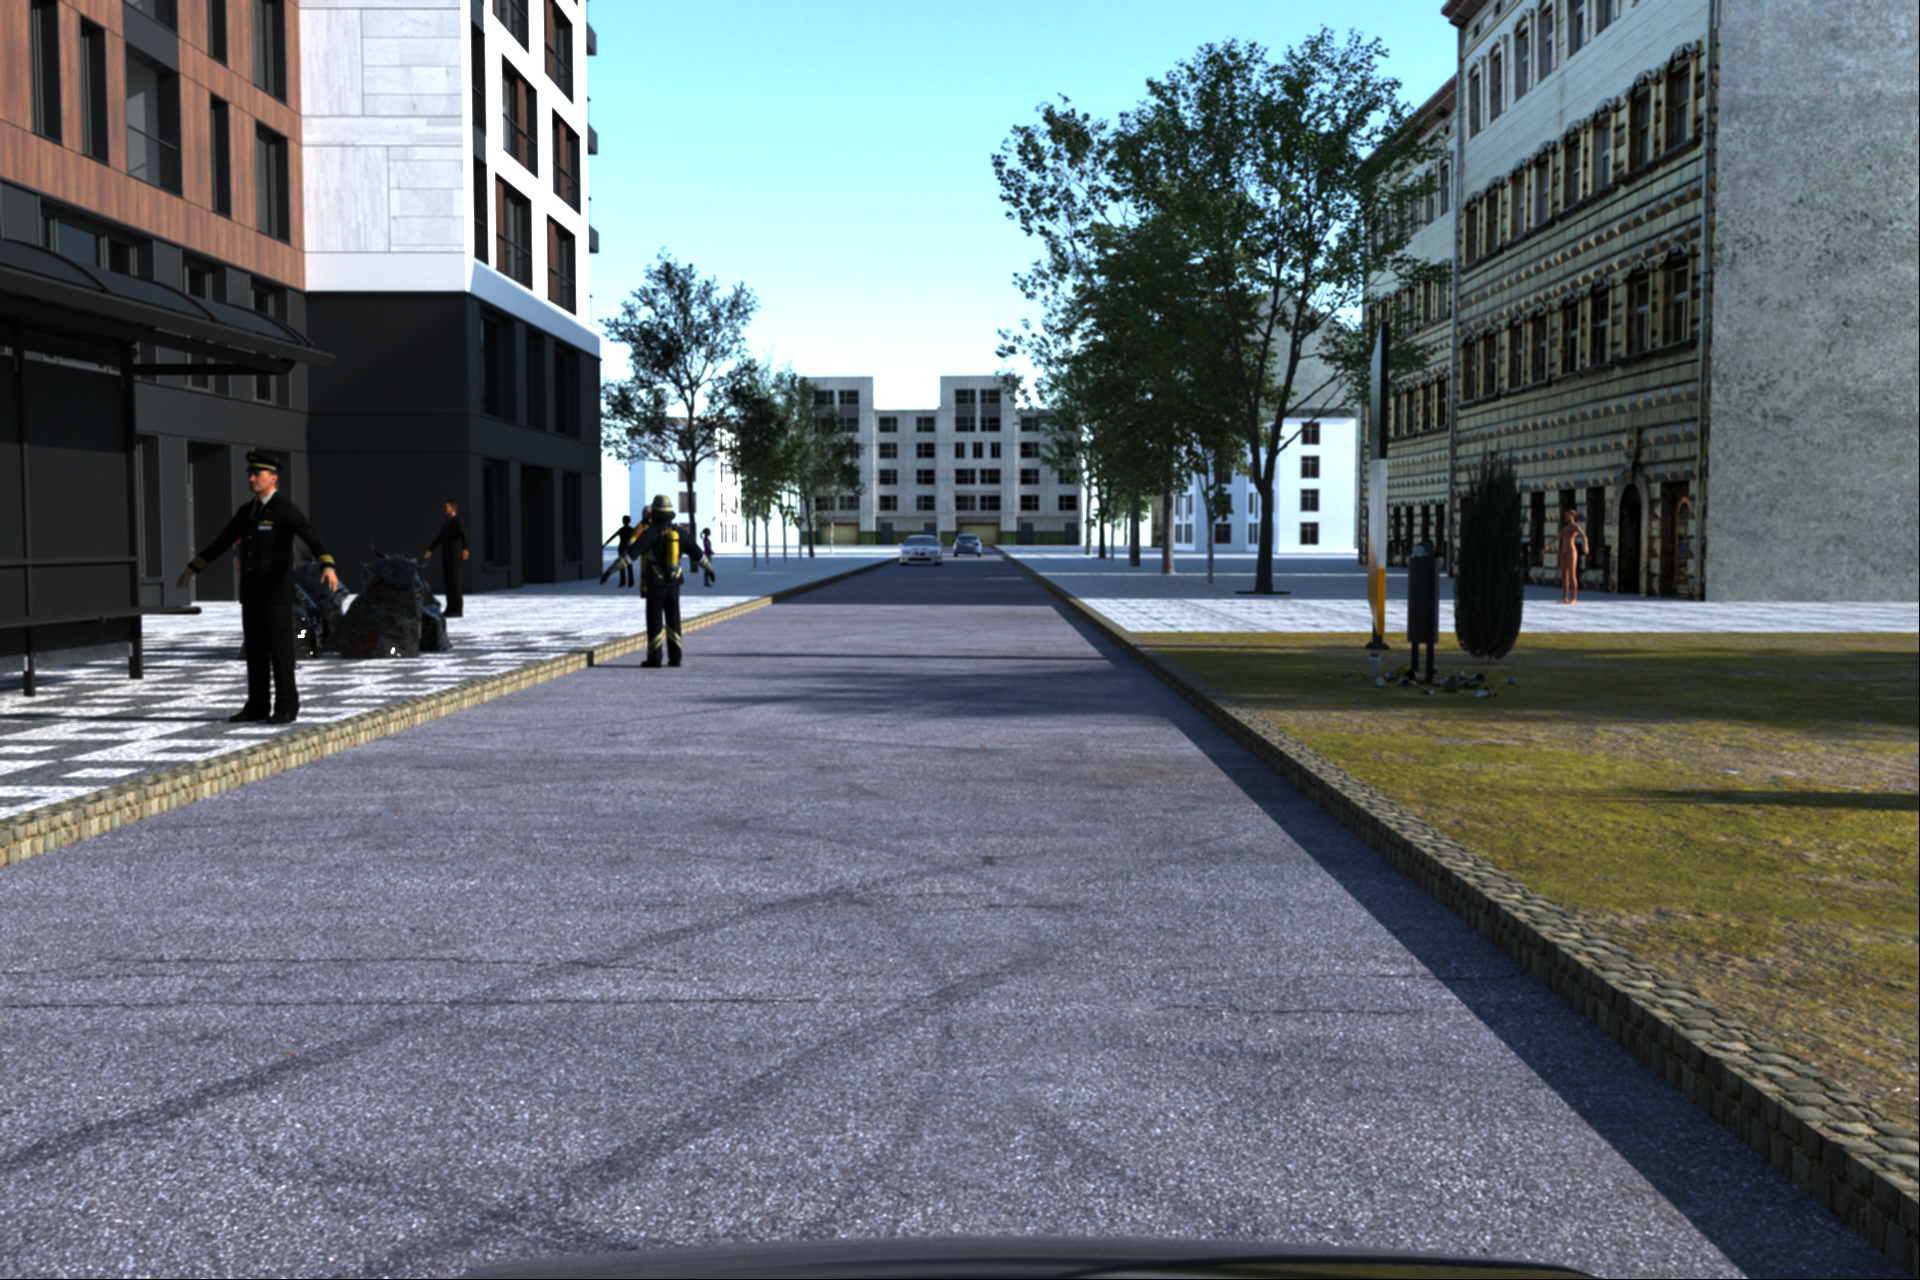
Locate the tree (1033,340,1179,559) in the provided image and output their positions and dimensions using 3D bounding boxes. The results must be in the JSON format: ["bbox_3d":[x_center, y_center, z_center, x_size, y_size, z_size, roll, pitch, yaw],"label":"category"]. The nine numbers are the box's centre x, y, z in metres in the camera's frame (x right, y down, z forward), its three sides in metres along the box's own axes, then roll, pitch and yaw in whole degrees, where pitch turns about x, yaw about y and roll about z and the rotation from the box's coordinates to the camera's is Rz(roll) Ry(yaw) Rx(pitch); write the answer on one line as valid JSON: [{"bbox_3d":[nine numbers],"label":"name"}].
[{"bbox_3d":[7.639,-10.122,91.249,9.928,11.665,9.643,0,3,0],"label":"tree"}]

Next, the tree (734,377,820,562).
[{"bbox_3d":[-7.873,-7.892,79.391,4.360,8.622,3.978,0,3,0],"label":"tree"}]

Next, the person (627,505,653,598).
[{"bbox_3d":[-6.234,-1.775,34.793,0.705,1.858,1.354,2,4,35],"label":"person"}]

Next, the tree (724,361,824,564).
[{"bbox_3d":[-8.061,-7.491,72.835,4.737,8.622,4.395,0,3,0],"label":"tree"}]

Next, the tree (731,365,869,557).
[{"bbox_3d":[-8.444,-9.835,95.211,7.601,10.594,8.767,2,4,29],"label":"tree"}]

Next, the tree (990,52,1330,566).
[{"bbox_3d":[8.247,-12.939,67.435,12.611,20.169,13.585,0,3,0],"label":"tree"}]

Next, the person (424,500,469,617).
[{"bbox_3d":[-7.876,-1.256,26.756,0.704,1.802,1.346,-3,5,-42],"label":"person"}]

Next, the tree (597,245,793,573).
[{"bbox_3d":[-9.123,-7.496,56.971,7.601,10.594,8.767,-2,4,-29],"label":"tree"}]

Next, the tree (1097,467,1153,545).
[{"bbox_3d":[19.601,-17.251,200.178,7.486,12.596,7.792,0,3,0],"label":"tree"}]

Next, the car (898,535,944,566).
[{"bbox_3d":[-1.776,-4.128,79.859,2.083,1.381,4.827,0,4,1],"label":"car"}]

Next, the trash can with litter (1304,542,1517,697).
[{"bbox_3d":[3.913,-0.220,14.653,1.678,1.210,2.233,0,4,0],"label":"trash can with litter"}]

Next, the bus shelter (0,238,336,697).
[{"bbox_3d":[-6.636,-1.152,12.756,2.014,3.302,5.546,0,4,2],"label":"bus shelter"}]

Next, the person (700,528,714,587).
[{"bbox_3d":[-6.102,-2.018,42.256,0.599,1.433,0.991,-1,4,-15],"label":"person"}]

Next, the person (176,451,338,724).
[{"bbox_3d":[-4.745,-0.359,11.804,1.347,1.837,0.705,1,4,21],"label":"person"}]

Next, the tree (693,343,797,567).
[{"bbox_3d":[-7.816,-7.099,66.432,4.360,8.622,3.978,0,3,0],"label":"tree"}]

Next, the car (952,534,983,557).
[{"bbox_3d":[0.474,-5.996,110.039,2.014,1.417,4.499,0,3,0],"label":"car"}]

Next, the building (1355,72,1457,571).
[{"bbox_3d":[26.019,-14.204,63.157,19.493,23.208,18.063,0,4,0],"label":"building"}]

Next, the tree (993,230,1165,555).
[{"bbox_3d":[7.763,-15.389,107.506,12.611,20.169,13.585,0,3,0],"label":"tree"}]

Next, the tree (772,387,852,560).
[{"bbox_3d":[-8.180,-8.361,87.068,4.360,8.622,3.978,0,3,0],"label":"tree"}]

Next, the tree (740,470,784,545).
[{"bbox_3d":[-23.568,-16.943,195.139,7.486,12.596,7.792,0,3,0],"label":"tree"}]

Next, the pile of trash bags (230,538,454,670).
[{"bbox_3d":[-6.548,-0.494,17.830,1.912,1.369,3.447,0,4,1],"label":"pile of trash bags"}]

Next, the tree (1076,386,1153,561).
[{"bbox_3d":[7.239,-8.000,81.164,4.737,8.622,4.395,0,3,0],"label":"tree"}]

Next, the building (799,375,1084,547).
[{"bbox_3d":[-1.546,-20.250,199.999,31.486,18.905,16.747,0,4,5],"label":"building"}]

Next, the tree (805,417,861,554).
[{"bbox_3d":[-8.065,-9.686,108.724,4.360,8.622,3.978,0,3,0],"label":"tree"}]

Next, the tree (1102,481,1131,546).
[{"bbox_3d":[18.081,-14.862,193.360,4.360,8.622,3.978,0,3,0],"label":"tree"}]

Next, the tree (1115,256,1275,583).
[{"bbox_3d":[6.356,-5.796,45.121,4.737,8.622,4.395,0,3,0],"label":"tree"}]

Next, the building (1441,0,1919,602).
[{"bbox_3d":[23.418,-12.844,40.932,19.493,23.208,18.063,0,4,1],"label":"building"}]

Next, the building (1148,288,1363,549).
[{"bbox_3d":[28.105,-20.201,161.213,19.493,23.208,18.063,0,4,0],"label":"building"}]

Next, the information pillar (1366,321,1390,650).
[{"bbox_3d":[4.666,-1.711,19.328,0.183,3.616,0.504,0,4,0],"label":"information pillar"}]

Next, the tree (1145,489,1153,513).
[{"bbox_3d":[23.236,-14.903,194.028,4.360,8.622,3.978,0,3,0],"label":"tree"}]

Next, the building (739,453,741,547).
[{"bbox_3d":[-25.442,-13.694,166.049,9.099,9.664,28.070,0,4,0],"label":"building"}]

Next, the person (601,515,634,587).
[{"bbox_3d":[-8.096,-2.140,41.716,0.721,1.740,1.216,3,5,44],"label":"person"}]

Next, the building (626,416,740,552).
[{"bbox_3d":[-21.952,-11.960,137.699,9.099,9.664,28.070,0,4,0],"label":"building"}]

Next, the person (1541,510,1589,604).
[{"bbox_3d":[11.178,-1.539,31.965,0.721,1.733,1.217,-1,4,-20],"label":"person"}]

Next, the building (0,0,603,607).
[{"bbox_3d":[-24.330,-11.627,34.073,27.936,21.610,32.646,0,4,0],"label":"building"}]

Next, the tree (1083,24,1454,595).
[{"bbox_3d":[6.467,-6.783,36.653,9.928,11.665,9.643,0,3,0],"label":"tree"}]

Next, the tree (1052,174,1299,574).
[{"bbox_3d":[6.772,-8.357,54.772,7.486,12.596,7.792,0,3,0],"label":"tree"}]

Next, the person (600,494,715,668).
[{"bbox_3d":[-3.212,-0.638,18.666,1.354,1.856,0.705,-3,4,-36],"label":"person"}]

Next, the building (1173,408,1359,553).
[{"bbox_3d":[22.080,-11.476,129.775,9.099,9.664,28.070,0,4,0],"label":"building"}]
